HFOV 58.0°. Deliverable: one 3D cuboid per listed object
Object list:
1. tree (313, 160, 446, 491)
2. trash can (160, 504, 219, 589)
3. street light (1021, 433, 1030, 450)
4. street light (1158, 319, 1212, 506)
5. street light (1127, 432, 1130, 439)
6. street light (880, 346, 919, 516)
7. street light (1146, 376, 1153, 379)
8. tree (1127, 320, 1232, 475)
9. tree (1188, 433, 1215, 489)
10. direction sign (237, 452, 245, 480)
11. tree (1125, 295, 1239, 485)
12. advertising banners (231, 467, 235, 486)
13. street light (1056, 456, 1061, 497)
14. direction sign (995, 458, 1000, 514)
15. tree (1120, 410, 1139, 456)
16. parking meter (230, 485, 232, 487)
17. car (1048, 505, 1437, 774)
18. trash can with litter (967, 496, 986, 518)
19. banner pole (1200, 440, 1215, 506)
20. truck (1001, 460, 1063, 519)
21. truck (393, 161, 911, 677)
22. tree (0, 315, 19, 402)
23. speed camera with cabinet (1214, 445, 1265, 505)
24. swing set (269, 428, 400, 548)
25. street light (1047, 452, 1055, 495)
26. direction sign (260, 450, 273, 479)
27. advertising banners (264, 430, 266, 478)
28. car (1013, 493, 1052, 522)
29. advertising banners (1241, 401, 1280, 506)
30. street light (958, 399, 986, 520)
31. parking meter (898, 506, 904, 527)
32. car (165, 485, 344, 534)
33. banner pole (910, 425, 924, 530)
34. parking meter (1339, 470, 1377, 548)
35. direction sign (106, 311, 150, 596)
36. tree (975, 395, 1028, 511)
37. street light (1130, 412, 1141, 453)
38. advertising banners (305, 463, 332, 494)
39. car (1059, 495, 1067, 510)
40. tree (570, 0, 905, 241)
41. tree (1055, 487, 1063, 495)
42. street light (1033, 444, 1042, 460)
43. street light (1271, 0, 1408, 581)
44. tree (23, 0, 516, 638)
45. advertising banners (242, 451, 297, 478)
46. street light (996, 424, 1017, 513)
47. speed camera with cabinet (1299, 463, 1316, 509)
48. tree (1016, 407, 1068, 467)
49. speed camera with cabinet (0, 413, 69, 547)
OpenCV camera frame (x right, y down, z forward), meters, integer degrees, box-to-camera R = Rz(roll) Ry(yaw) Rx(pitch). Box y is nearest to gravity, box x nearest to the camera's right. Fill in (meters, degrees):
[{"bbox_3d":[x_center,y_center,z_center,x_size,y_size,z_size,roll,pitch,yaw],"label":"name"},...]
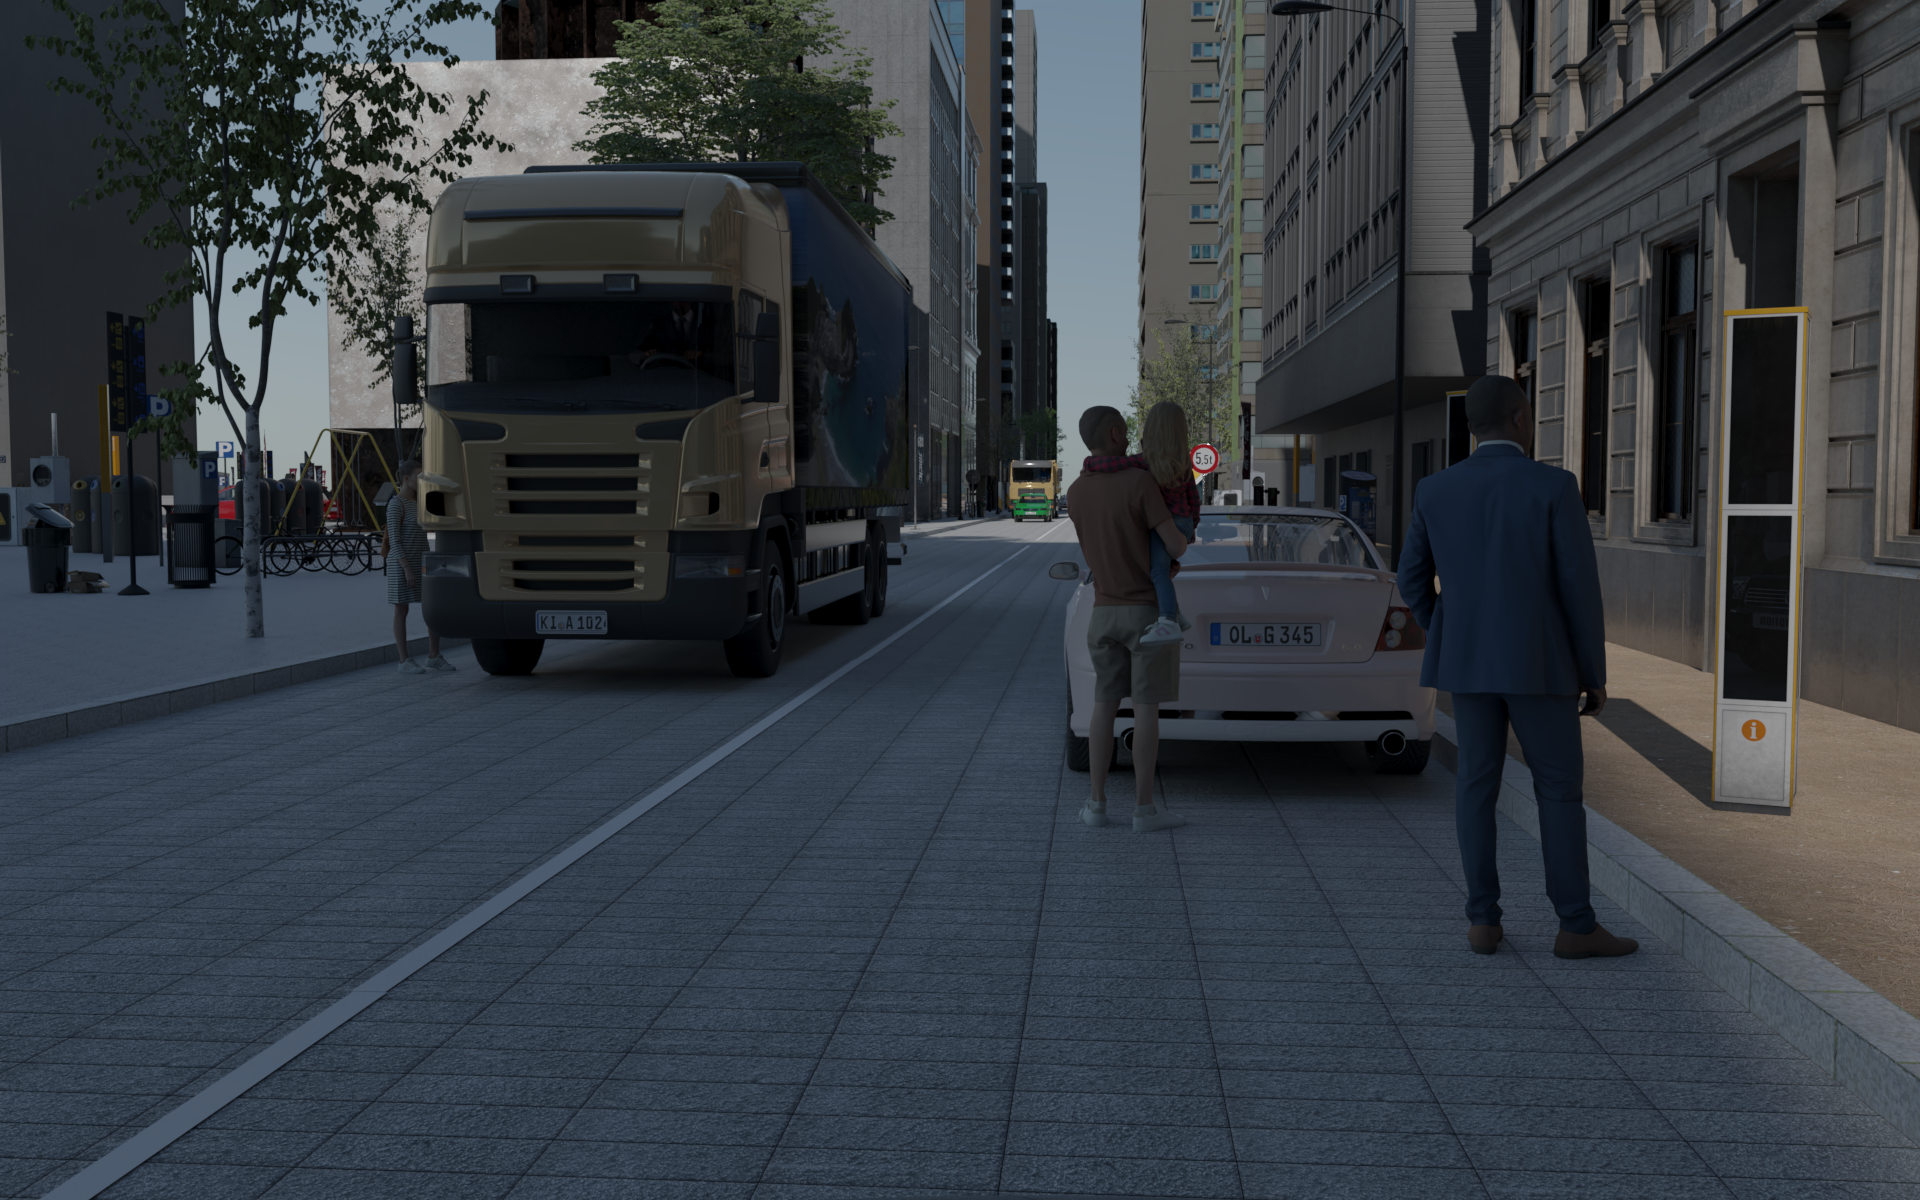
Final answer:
[{"bbox_3d":[-12.108,-5.372,38.187,4.360,8.622,3.978,0,3,0],"label":"tree"},{"bbox_3d":[-10.483,-0.732,23.615,0.748,1.137,0.748,0,3,0],"label":"trash can"},{"bbox_3d":[4.467,-9.710,131.305,1.470,5.913,1.316,0,4,5],"label":"street light"},{"bbox_3d":[6.114,-4.499,46.093,1.470,5.913,1.316,0,4,5],"label":"street light"},{"bbox_3d":[13.070,-9.566,128.947,1.470,5.913,1.316,0,4,5],"label":"street light"},{"bbox_3d":[-1.972,-5.023,54.668,1.470,5.913,1.316,0,4,5],"label":"street light"},{"bbox_3d":[8.029,-5.865,68.435,1.470,5.913,1.316,0,4,5],"label":"street light"},{"bbox_3d":[9.047,-7.532,73.513,4.737,8.622,4.395,0,3,0],"label":"tree"},{"bbox_3d":[11.055,-6.155,84.354,4.285,4.588,4.351,0,3,0],"label":"tree"},{"bbox_3d":[-38.273,-6.131,92.244,0.876,3.537,0.379,3,5,42],"label":"direction sign"},{"bbox_3d":[8.321,-6.915,63.428,4.360,8.622,3.978,0,3,0],"label":"tree"},{"bbox_3d":[-46.301,-7.026,111.061,0.090,3.025,2.074,0,4,0],"label":"advertising banners"},{"bbox_3d":[11.387,-14.757,213.812,1.470,5.913,1.316,0,4,5],"label":"street light"},{"bbox_3d":[2.380,-7.165,109.137,0.379,3.537,0.876,1,4,17],"label":"direction sign"},{"bbox_3d":[21.373,-17.628,213.968,9.928,11.665,9.643,0,3,0],"label":"tree"},{"bbox_3d":[-48.442,-6.672,114.798,0.399,1.863,0.255,1,4,22],"label":"parking meter"},{"bbox_3d":[1.556,0.127,10.285,2.083,1.381,4.827,0,4,4],"label":"car"},{"bbox_3d":[0.902,-5.060,94.123,1.055,1.170,0.624,0,4,-2],"label":"trash can with litter"},{"bbox_3d":[11.473,-5.507,80.061,0.863,3.779,0.401,0,4,7],"label":"banner pole"},{"bbox_3d":[4.400,-6.458,101.514,3.469,3.379,9.791,0,4,5],"label":"truck"},{"bbox_3d":[-2.325,-1.719,17.012,2.839,4.237,11.283,0,4,5],"label":"truck"},{"bbox_3d":[-27.459,-5.842,45.872,4.360,8.622,3.978,0,3,0],"label":"tree"},{"bbox_3d":[11.269,-4.617,69.827,2.038,3.252,0.660,-1,4,-21],"label":"speed camera with cabinet"},{"bbox_3d":[-15.075,-2.749,42.564,2.862,2.851,3.119,0,4,0],"label":"swing set"},{"bbox_3d":[9.418,-13.358,190.937,1.470,5.913,1.316,0,4,5],"label":"street light"},{"bbox_3d":[-36.075,-5.993,89.989,0.876,3.537,0.379,1,4,11],"label":"direction sign"},{"bbox_3d":[-19.129,-3.154,47.757,0.090,3.025,2.074,-1,4,-20],"label":"advertising banners"},{"bbox_3d":[3.763,-4.899,88.895,1.959,1.807,4.718,0,4,6],"label":"car"},{"bbox_3d":[5.806,-2.287,33.574,0.090,3.025,2.074,2,4,31],"label":"advertising banners"},{"bbox_3d":[0.567,-6.843,84.423,1.470,5.913,1.316,0,4,5],"label":"street light"},{"bbox_3d":[-2.335,-3.561,66.640,0.372,1.533,0.369,0,3,0],"label":"parking meter"},{"bbox_3d":[-21.743,-2.731,53.320,5.304,1.827,2.281,0,4,4],"label":"car"},{"bbox_3d":[-1.505,-4.451,62.787,0.401,3.779,0.863,2,4,28],"label":"banner pole"},{"bbox_3d":[4.087,-0.575,17.811,0.372,1.533,0.369,0,3,0],"label":"parking meter"},{"bbox_3d":[-10.522,-1.832,21.949,0.379,3.537,0.876,0,4,2],"label":"direction sign"},{"bbox_3d":[2.975,-10.870,128.093,4.360,8.622,3.978,0,3,0],"label":"tree"},{"bbox_3d":[10.547,-7.707,98.543,1.470,5.913,1.316,0,4,5],"label":"street light"},{"bbox_3d":[-35.644,-6.174,97.129,2.074,3.025,0.090,-2,4,-35],"label":"advertising banners"},{"bbox_3d":[9.621,-8.651,153.810,2.083,1.381,4.827,0,4,6],"label":"car"},{"bbox_3d":[-4.597,-7.157,35.137,7.486,12.596,7.792,0,3,0],"label":"tree"},{"bbox_3d":[14.644,-16.288,260.910,1.663,3.219,1.824,0,3,0],"label":"tree"},{"bbox_3d":[6.973,-11.532,161.081,1.470,5.913,1.316,0,4,5],"label":"street light"},{"bbox_3d":[3.627,-2.684,16.424,1.470,5.913,1.316,0,4,5],"label":"street light"},{"bbox_3d":[-6.278,-3.984,15.502,4.737,8.622,4.395,0,3,0],"label":"tree"},{"bbox_3d":[-26.558,-4.317,66.776,2.074,3.025,0.090,-1,4,-11],"label":"advertising banners"},{"bbox_3d":[3.030,-8.658,114.094,1.470,5.913,1.316,0,4,5],"label":"street light"},{"bbox_3d":[11.347,-3.667,54.291,0.660,3.252,2.038,3,4,38],"label":"speed camera with cabinet"},{"bbox_3d":[8.978,-17.125,205.753,9.928,11.665,9.643,0,3,0],"label":"tree"},{"bbox_3d":[-22.861,-2.941,42.417,2.038,3.252,0.660,1,4,14],"label":"speed camera with cabinet"}]
